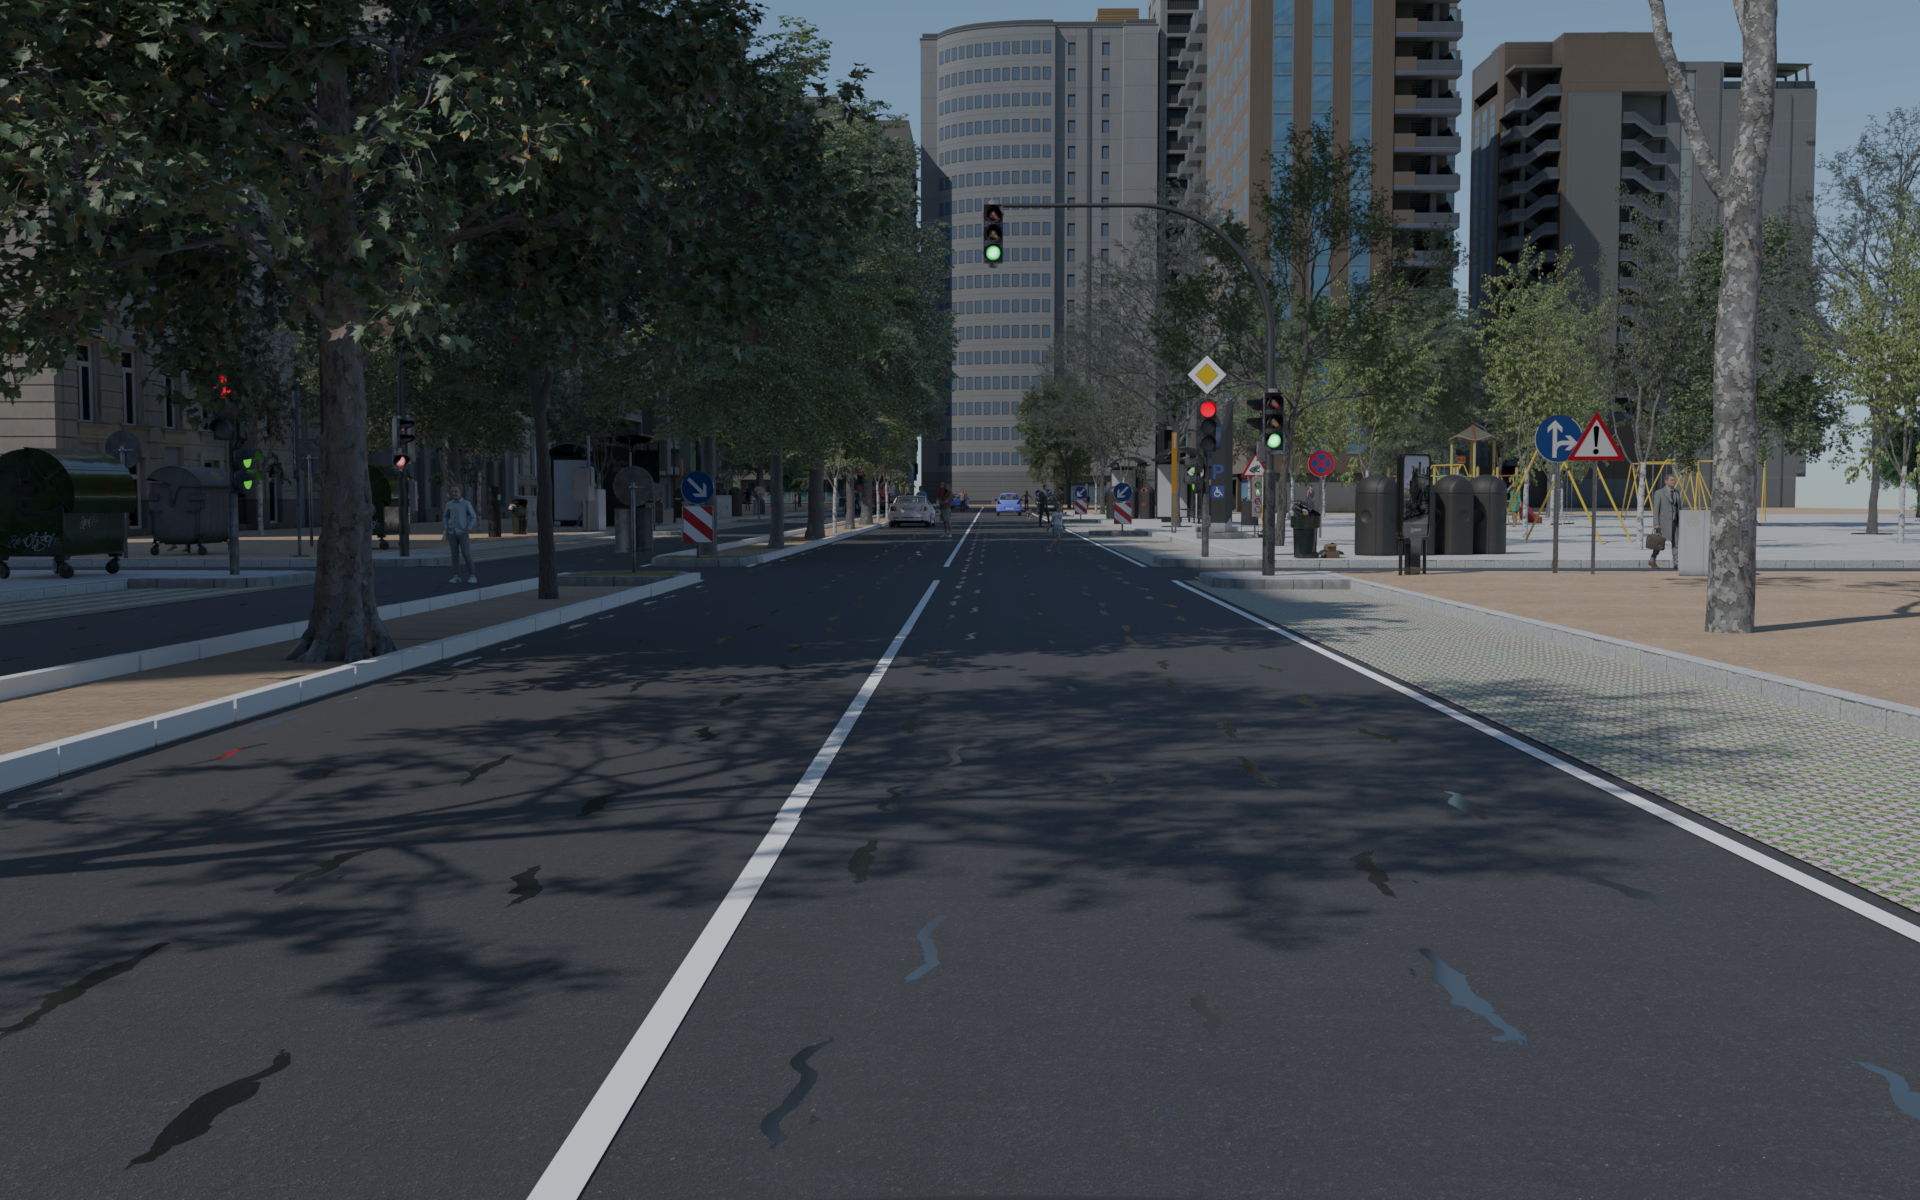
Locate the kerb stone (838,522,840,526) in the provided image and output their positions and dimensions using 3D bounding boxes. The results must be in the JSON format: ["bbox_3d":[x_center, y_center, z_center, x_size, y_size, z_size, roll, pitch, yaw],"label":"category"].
[{"bbox_3d":[-5.533,-3.321,76.537,0.120,0.150,1.000,0,4,1],"label":"kerb stone"}]

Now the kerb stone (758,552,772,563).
[{"bbox_3d":[-4.142,-0.874,36.478,0.120,0.150,1.000,0,4,1],"label":"kerb stone"}]

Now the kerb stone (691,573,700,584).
[{"bbox_3d":[-4.309,-0.339,27.787,0.120,0.150,1.000,0,4,1],"label":"kerb stone"}]

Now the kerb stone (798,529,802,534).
[{"bbox_3d":[-5.798,-2.382,61.145,0.120,0.150,1.000,0,4,1],"label":"kerb stone"}]

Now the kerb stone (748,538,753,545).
[{"bbox_3d":[-6.025,-1.627,48.837,0.120,0.150,1.000,0,4,1],"label":"kerb stone"}]

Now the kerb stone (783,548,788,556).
[{"bbox_3d":[-4.095,-1.054,39.545,0.120,0.150,1.000,0,4,1],"label":"kerb stone"}]

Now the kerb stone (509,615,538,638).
[{"bbox_3d":[-4.493,0.291,17.533,0.120,0.150,1.000,0,4,1],"label":"kerb stone"}]

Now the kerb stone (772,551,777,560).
[{"bbox_3d":[-4.131,-0.931,37.501,0.120,0.150,1.000,0,4,1],"label":"kerb stone"}]

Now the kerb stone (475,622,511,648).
[{"bbox_3d":[-4.508,0.351,16.511,0.120,0.150,1.000,0,4,1],"label":"kerb stone"}]

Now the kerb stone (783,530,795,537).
[{"bbox_3d":[-5.844,-2.257,59.091,0.120,0.150,1.000,0,4,1],"label":"kerb stone"}]

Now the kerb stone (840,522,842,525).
[{"bbox_3d":[-5.505,-3.386,77.559,0.120,0.150,1.000,0,4,1],"label":"kerb stone"}]

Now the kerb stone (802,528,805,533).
[{"bbox_3d":[-5.781,-2.445,62.167,0.120,0.150,1.000,0,4,1],"label":"kerb stone"}]

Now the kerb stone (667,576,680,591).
[{"bbox_3d":[-4.342,-0.217,25.738,0.120,0.150,1.000,0,4,1],"label":"kerb stone"}]

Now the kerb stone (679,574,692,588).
[{"bbox_3d":[-4.324,-0.279,26.759,0.120,0.150,1.000,0,4,1],"label":"kerb stone"}]

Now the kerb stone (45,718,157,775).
[{"bbox_3d":[-4.636,0.787,9.323,0.120,0.150,1.000,0,4,1],"label":"kerb stone"}]

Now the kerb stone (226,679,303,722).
[{"bbox_3d":[-4.599,0.666,11.390,0.120,0.150,1.000,0,4,1],"label":"kerb stone"}]

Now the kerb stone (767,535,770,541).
[{"bbox_3d":[-5.955,-1.880,52.941,0.120,0.150,1.000,0,4,1],"label":"kerb stone"}]

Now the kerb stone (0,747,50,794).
[{"bbox_3d":[-4.649,0.850,8.298,0.120,0.150,1.000,0,4,1],"label":"kerb stone"}]

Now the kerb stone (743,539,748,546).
[{"bbox_3d":[-6.046,-1.566,47.806,0.120,0.150,1.000,0,4,1],"label":"kerb stone"}]

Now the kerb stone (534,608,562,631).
[{"bbox_3d":[-4.471,0.223,18.555,0.120,0.150,1.000,0,4,1],"label":"kerb stone"}]

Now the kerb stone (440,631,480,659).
[{"bbox_3d":[-4.523,0.410,15.488,0.120,0.150,1.000,0,4,1],"label":"kerb stone"}]

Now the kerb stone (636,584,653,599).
[{"bbox_3d":[-4.391,-0.091,23.685,0.120,0.150,1.000,0,4,1],"label":"kerb stone"}]

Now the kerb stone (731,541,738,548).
[{"bbox_3d":[-6.073,-1.441,45.758,0.120,0.150,1.000,0,4,1],"label":"kerb stone"}]

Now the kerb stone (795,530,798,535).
[{"bbox_3d":[-5.826,-2.319,60.113,0.120,0.150,1.000,0,4,1],"label":"kerb stone"}]

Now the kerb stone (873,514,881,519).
[{"bbox_3d":[-5.027,-5.020,104.267,0.120,0.150,1.000,0,4,1],"label":"kerb stone"}]

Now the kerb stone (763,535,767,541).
[{"bbox_3d":[-5.976,-1.817,51.919,0.120,0.150,1.000,0,4,1],"label":"kerb stone"}]

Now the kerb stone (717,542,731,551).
[{"bbox_3d":[-6.102,-1.378,44.730,0.120,0.150,1.000,0,4,1],"label":"kerb stone"}]

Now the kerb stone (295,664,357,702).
[{"bbox_3d":[-4.581,0.604,12.413,0.120,0.150,1.000,0,4,1],"label":"kerb stone"}]

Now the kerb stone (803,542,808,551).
[{"bbox_3d":[-4.017,-1.312,43.642,0.120,0.150,1.000,0,4,1],"label":"kerb stone"}]

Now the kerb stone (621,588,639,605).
[{"bbox_3d":[-4.401,-0.025,22.657,0.120,0.150,1.000,0,4,1],"label":"kerb stone"}]

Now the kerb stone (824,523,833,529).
[{"bbox_3d":[-5.580,-3.130,73.463,0.120,0.150,1.000,0,4,1],"label":"kerb stone"}]

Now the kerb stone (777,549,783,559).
[{"bbox_3d":[-4.109,-0.995,38.523,0.120,0.150,1.000,0,4,1],"label":"kerb stone"}]

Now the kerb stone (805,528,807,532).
[{"bbox_3d":[-5.769,-2.508,63.199,0.120,0.150,1.000,0,4,1],"label":"kerb stone"}]

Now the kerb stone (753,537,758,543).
[{"bbox_3d":[-6.004,-1.691,49.871,0.120,0.150,1.000,0,4,1],"label":"kerb stone"}]

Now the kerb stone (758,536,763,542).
[{"bbox_3d":[-5.982,-1.755,50.897,0.120,0.150,1.000,0,4,1],"label":"kerb stone"}]

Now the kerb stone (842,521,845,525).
[{"bbox_3d":[-5.463,-3.508,79.609,0.120,0.150,1.000,0,4,1],"label":"kerb stone"}]

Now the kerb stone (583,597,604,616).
[{"bbox_3d":[-4.440,0.097,20.613,0.120,0.150,1.000,0,4,1],"label":"kerb stone"}]

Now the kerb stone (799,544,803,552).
[{"bbox_3d":[-4.037,-1.244,42.616,0.120,0.150,1.000,0,4,1],"label":"kerb stone"}]

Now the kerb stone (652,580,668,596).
[{"bbox_3d":[-4.358,-0.154,24.708,0.120,0.150,1.000,0,4,1],"label":"kerb stone"}]

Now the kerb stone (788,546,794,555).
[{"bbox_3d":[-4.068,-1.124,40.571,0.120,0.150,1.000,0,4,1],"label":"kerb stone"}]

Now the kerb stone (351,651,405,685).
[{"bbox_3d":[-4.562,0.539,13.445,0.120,0.150,1.000,0,4,1],"label":"kerb stone"}]

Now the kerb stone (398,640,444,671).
[{"bbox_3d":[-4.547,0.475,14.467,0.120,0.150,1.000,0,4,1],"label":"kerb stone"}]

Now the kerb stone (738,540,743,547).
[{"bbox_3d":[-6.060,-1.494,46.784,0.120,0.150,1.000,0,4,1],"label":"kerb stone"}]

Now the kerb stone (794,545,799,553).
[{"bbox_3d":[-4.054,-1.186,41.593,0.120,0.150,1.000,0,4,1],"label":"kerb stone"}]

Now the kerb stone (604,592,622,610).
[{"bbox_3d":[-4.419,0.041,21.636,0.120,0.150,1.000,0,4,1],"label":"kerb stone"}]

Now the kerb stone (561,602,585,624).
[{"bbox_3d":[-4.449,0.160,19.583,0.120,0.150,1.000,0,4,1],"label":"kerb stone"}]

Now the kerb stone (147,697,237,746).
[{"bbox_3d":[-4.619,0.730,10.354,0.120,0.150,1.000,0,4,1],"label":"kerb stone"}]

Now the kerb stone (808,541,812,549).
[{"bbox_3d":[-4.000,-1.374,44.664,0.120,0.150,1.000,0,4,1],"label":"kerb stone"}]

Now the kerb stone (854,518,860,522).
[{"bbox_3d":[-5.281,-4.139,89.867,0.120,0.150,1.000,0,4,1],"label":"kerb stone"}]
